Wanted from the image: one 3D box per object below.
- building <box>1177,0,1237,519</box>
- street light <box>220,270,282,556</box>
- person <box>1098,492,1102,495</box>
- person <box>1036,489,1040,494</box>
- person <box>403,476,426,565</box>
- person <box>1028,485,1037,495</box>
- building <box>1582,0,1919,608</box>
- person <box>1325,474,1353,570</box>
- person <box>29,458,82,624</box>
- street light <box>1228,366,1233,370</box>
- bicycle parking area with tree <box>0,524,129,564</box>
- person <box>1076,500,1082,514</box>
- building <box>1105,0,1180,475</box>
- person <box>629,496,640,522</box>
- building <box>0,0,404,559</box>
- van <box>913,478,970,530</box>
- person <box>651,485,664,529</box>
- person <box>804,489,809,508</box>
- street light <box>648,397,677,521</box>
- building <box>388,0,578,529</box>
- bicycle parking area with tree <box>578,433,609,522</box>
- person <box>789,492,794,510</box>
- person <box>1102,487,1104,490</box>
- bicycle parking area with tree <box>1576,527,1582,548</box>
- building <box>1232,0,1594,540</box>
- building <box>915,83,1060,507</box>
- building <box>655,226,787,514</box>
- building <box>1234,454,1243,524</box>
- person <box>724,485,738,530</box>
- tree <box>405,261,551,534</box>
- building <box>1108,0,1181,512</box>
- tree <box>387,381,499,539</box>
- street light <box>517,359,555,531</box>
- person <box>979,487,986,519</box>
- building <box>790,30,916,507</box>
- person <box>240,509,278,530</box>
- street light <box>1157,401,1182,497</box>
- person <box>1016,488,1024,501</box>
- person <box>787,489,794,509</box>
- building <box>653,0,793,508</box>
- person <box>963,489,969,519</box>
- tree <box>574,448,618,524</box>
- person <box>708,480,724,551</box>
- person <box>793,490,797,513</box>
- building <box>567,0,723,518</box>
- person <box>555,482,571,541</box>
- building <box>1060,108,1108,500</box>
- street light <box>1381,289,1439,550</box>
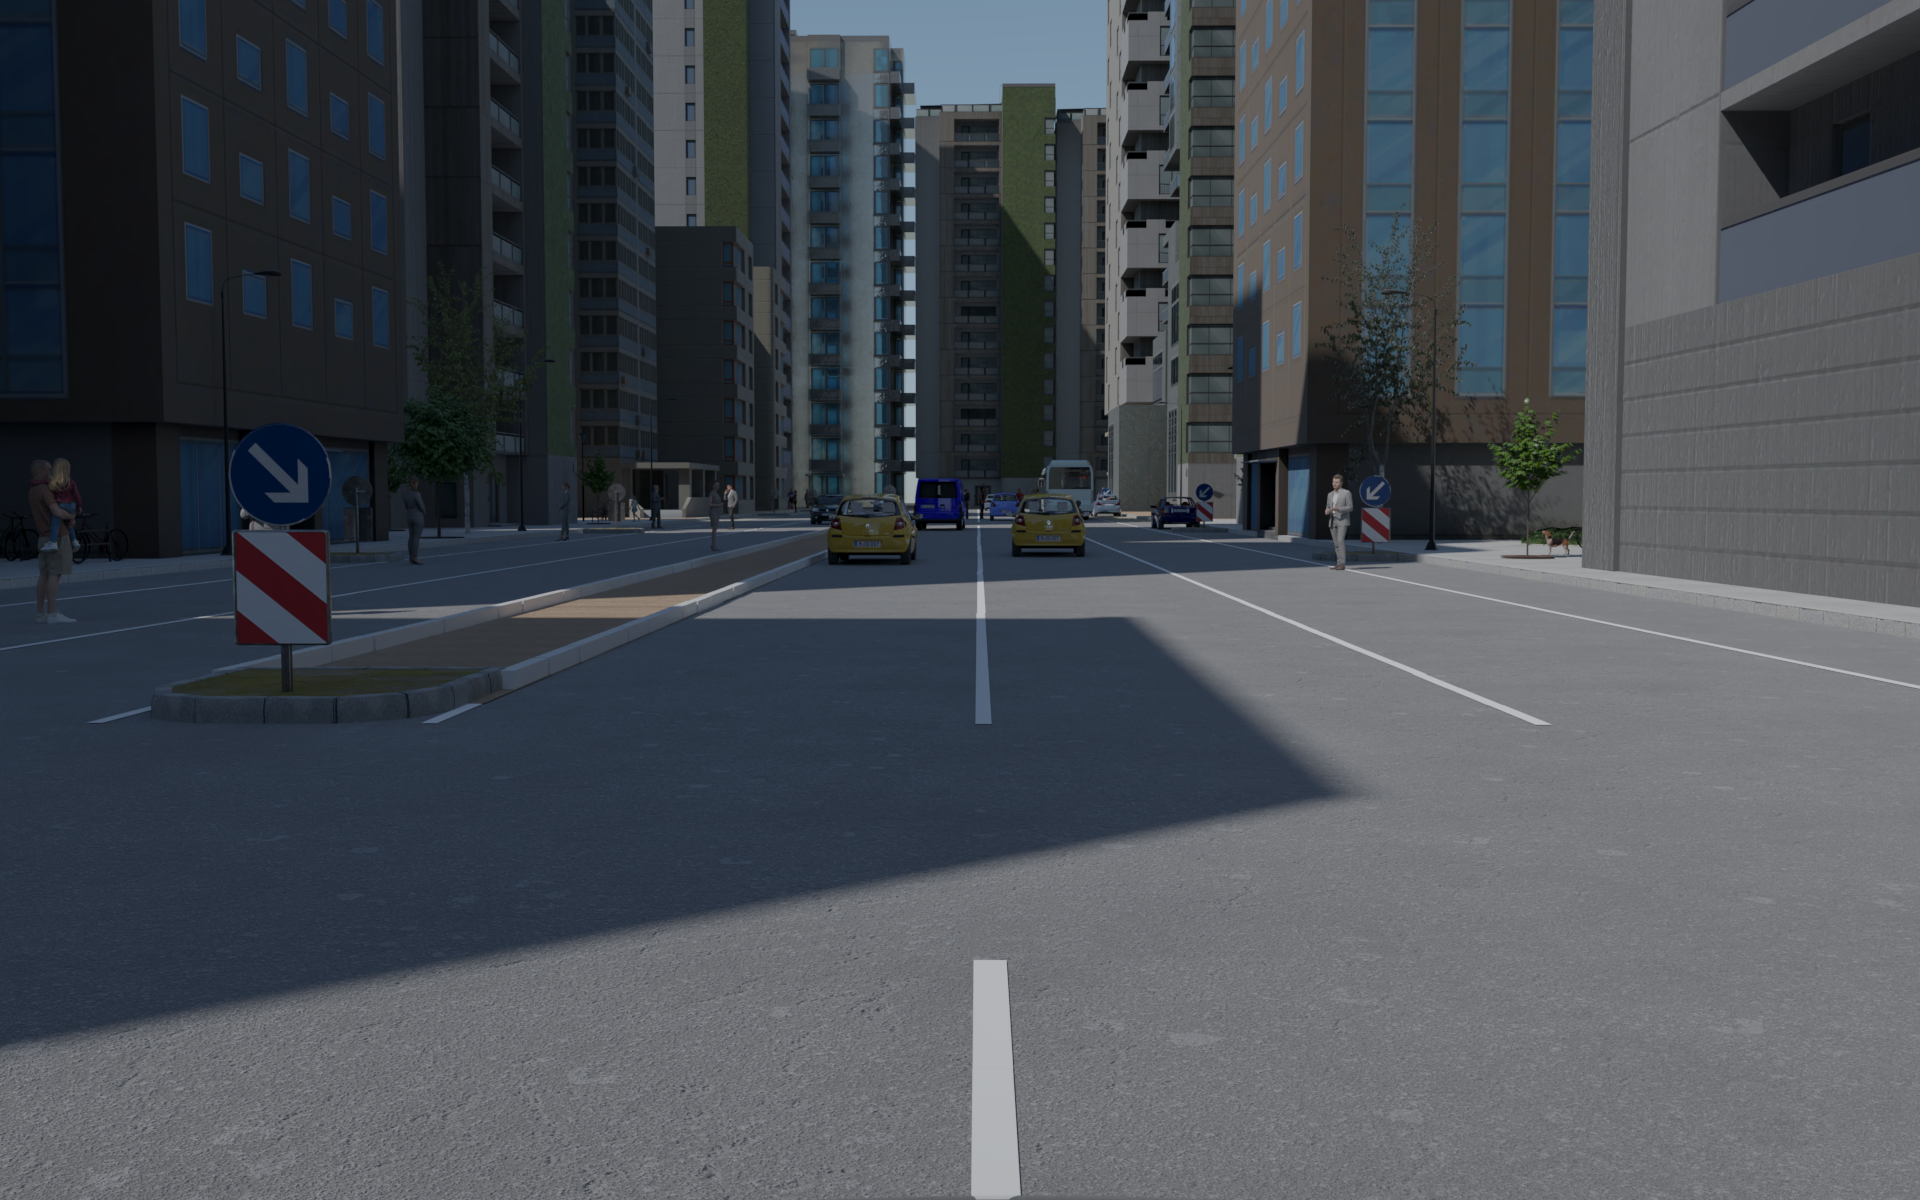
[{"bbox_3d":[18.927,-19.827,95.873,14.160,30.474,14.107,0,4,1],"label":"building"},{"bbox_3d":[-14.756,-3.885,36.053,1.470,5.913,1.316,0,4,1],"label":"street light"},{"bbox_3d":[11.757,-8.299,144.964,0.421,1.427,0.697,-2,4,-24],"label":"person"},{"bbox_3d":[5.817,-7.387,129.371,1.348,1.812,0.705,1,4,20],"label":"person"},{"bbox_3d":[-11.005,-1.612,35.128,0.520,1.790,0.573,1,4,16],"label":"person"},{"bbox_3d":[3.137,-3.927,72.894,0.709,1.800,0.728,-2,4,-33],"label":"person"},{"bbox_3d":[24.838,-29.220,19.744,28.212,58.520,21.231,0,4,1],"label":"building"},{"bbox_3d":[7.105,-1.471,32.758,0.583,1.804,0.606,-3,5,-43],"label":"person"},{"bbox_3d":[-10.070,-0.659,19.252,0.580,1.828,0.573,0,4,-5],"label":"person"},{"bbox_3d":[10.421,-5.537,63.067,1.470,5.913,1.316,0,4,1],"label":"street light"},{"bbox_3d":[-19.854,-2.616,29.778,8.231,4.147,9.016,1,4,18],"label":"bicycle parking area with tree"},{"bbox_3d":[3.457,-2.343,51.470,0.362,1.253,0.373,0,4,4],"label":"person"},{"bbox_3d":[26.802,-34.170,147.917,28.713,52.752,27.495,0,4,1],"label":"building"},{"bbox_3d":[-14.972,-4.196,79.656,0.382,1.210,0.505,2,4,34],"label":"person"},{"bbox_3d":[-22.354,-23.829,39.721,14.600,45.320,14.200,0,4,1],"label":"building"},{"bbox_3d":[-0.768,-4.004,69.847,2.240,2.365,5.245,0,4,2],"label":"van"},{"bbox_3d":[-12.501,-3.859,71.766,0.590,1.801,0.661,0,4,3],"label":"person"},{"bbox_3d":[-13.761,-9.092,155.249,0.434,1.755,0.990,1,4,12],"label":"person"},{"bbox_3d":[-14.308,-6.777,83.341,1.470,5.913,1.316,0,4,1],"label":"street light"},{"bbox_3d":[-23.861,-23.509,67.966,14.154,41.232,14.086,0,4,1],"label":"building"},{"bbox_3d":[-20.353,-5.793,81.719,8.231,4.147,9.016,1,4,10],"label":"bicycle parking area with tree"},{"bbox_3d":[-13.768,-8.111,141.890,0.421,1.427,0.697,0,4,-2],"label":"person"},{"bbox_3d":[11.613,-8.206,140.296,0.705,1.814,1.350,1,4,16],"label":"person"},{"bbox_3d":[18.669,-3.056,36.968,9.016,4.147,8.231,-1,4,-11],"label":"bicycle parking area with tree"},{"bbox_3d":[16.576,-24.688,53.760,14.600,45.320,14.200,0,4,1],"label":"building"},{"bbox_3d":[2.484,-30.132,176.255,14.086,41.232,14.154,0,4,1],"label":"building"},{"bbox_3d":[-28.084,-17.215,126.506,27.650,21.520,28.899,0,4,1],"label":"building"},{"bbox_3d":[19.087,-23.998,75.961,14.154,41.232,14.086,0,4,1],"label":"building"},{"bbox_3d":[-9.261,-3.753,70.040,0.473,1.802,0.592,-2,4,-25],"label":"person"},{"bbox_3d":[-15.628,-6.430,55.488,4.737,8.622,4.395,0,3,0],"label":"tree"},{"bbox_3d":[22.603,-49.239,117.735,22.319,86.520,31.000,0,4,1],"label":"building"},{"bbox_3d":[-15.254,-4.079,50.410,4.285,4.588,4.351,0,3,0],"label":"tree"},{"bbox_3d":[-14.605,-5.331,59.698,1.470,5.913,1.316,0,4,1],"label":"street light"},{"bbox_3d":[1.285,-5.490,98.229,0.705,1.831,1.348,1,4,8],"label":"person"},{"bbox_3d":[-19.793,-34.380,181.724,30.456,49.044,23.786,0,4,1],"label":"building"},{"bbox_3d":[-8.063,-0.695,20.037,0.511,1.800,0.466,0,4,8],"label":"person"},{"bbox_3d":[10.567,-6.999,86.971,1.470,5.913,1.316,0,4,1],"label":"street light"},{"bbox_3d":[4.067,-6.703,118.024,1.348,1.831,0.705,-1,4,-17],"label":"person"},{"bbox_3d":[-14.750,-8.783,150.093,0.568,1.767,0.683,2,4,35],"label":"person"},{"bbox_3d":[-29.272,-37.307,151.962,28.212,58.520,21.231,0,4,1],"label":"building"},{"bbox_3d":[0.323,-5.493,99.119,0.445,1.727,0.742,1,4,21],"label":"person"},{"bbox_3d":[-15.273,-4.831,73.586,1.663,3.219,1.824,0,3,0],"label":"tree"},{"bbox_3d":[-6.170,-2.139,43.808,0.374,1.781,0.599,1,4,12],"label":"person"},{"bbox_3d":[-12.619,-7.503,131.898,0.721,1.735,1.217,0,4,-7],"label":"person"},{"bbox_3d":[-30.825,-24.911,99.176,32.217,40.220,23.993,0,4,1],"label":"building"},{"bbox_3d":[-12.142,-2.696,52.850,0.573,1.790,0.520,-2,4,-31],"label":"person"},{"bbox_3d":[16.587,-30.229,177.830,14.086,41.232,14.154,0,4,1],"label":"building"},{"bbox_3d":[10.238,-4.091,39.422,1.470,5.913,1.316,0,4,1],"label":"street light"}]
